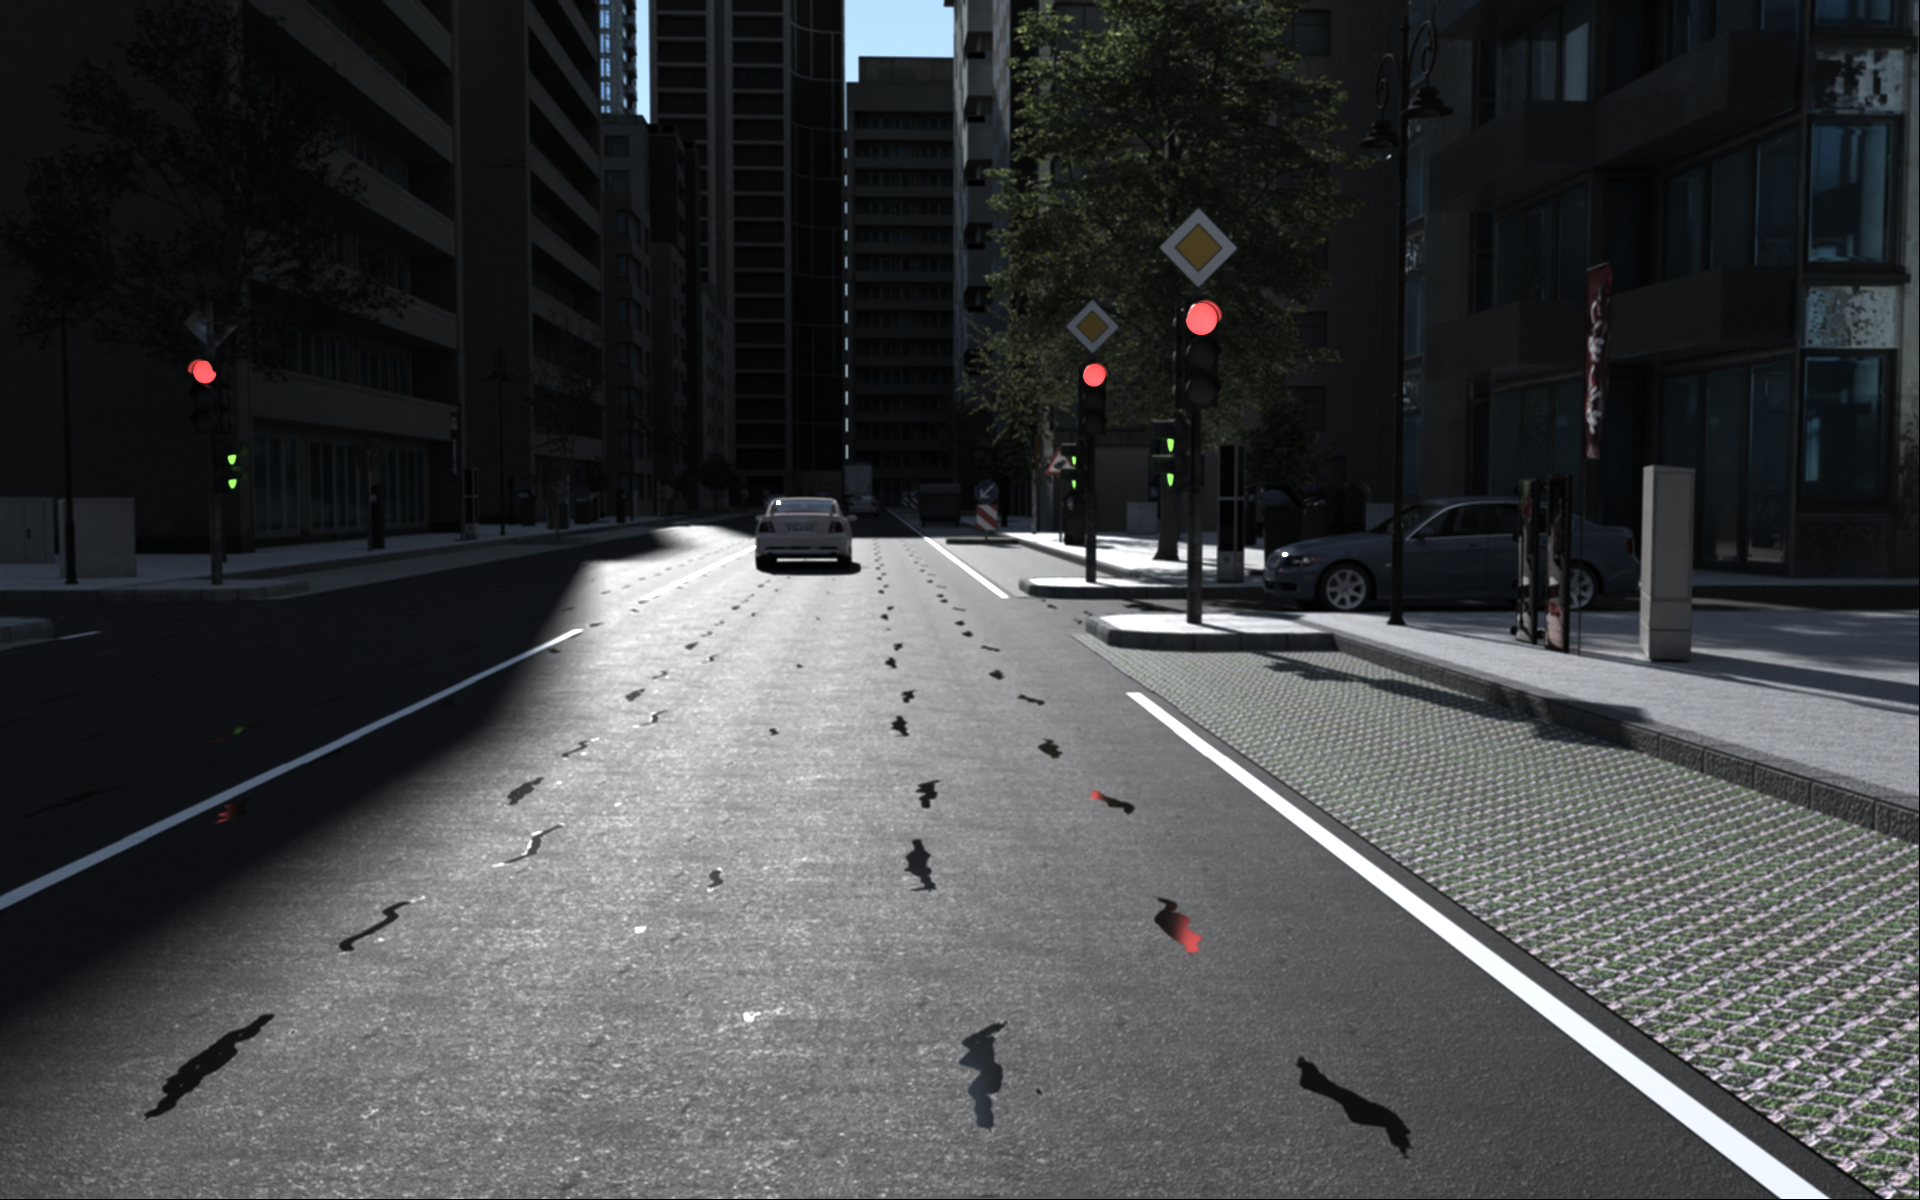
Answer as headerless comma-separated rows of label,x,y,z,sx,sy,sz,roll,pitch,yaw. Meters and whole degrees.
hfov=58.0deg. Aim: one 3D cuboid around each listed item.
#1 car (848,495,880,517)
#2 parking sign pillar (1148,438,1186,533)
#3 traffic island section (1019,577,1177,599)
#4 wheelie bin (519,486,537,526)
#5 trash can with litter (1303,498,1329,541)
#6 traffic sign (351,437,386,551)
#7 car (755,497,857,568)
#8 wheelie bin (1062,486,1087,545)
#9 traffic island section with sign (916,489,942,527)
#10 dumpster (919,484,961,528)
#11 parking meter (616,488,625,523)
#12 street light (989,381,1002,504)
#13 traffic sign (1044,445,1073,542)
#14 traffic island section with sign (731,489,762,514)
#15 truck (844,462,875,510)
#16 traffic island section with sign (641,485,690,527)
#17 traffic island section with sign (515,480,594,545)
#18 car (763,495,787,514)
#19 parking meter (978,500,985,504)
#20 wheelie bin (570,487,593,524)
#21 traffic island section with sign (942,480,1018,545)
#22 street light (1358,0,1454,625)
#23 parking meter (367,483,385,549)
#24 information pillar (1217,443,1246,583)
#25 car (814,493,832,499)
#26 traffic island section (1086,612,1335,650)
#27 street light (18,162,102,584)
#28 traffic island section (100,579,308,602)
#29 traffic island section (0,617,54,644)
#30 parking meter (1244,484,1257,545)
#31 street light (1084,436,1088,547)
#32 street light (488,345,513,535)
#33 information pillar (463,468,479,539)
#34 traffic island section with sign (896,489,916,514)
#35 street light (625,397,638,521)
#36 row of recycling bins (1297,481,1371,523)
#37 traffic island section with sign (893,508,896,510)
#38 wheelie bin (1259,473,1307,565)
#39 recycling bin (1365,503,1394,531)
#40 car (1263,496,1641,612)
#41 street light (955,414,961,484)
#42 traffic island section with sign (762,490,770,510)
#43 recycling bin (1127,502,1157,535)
car,-6.044,-5.899,108.816,2.083,1.381,4.827,0,4,-2
parking sign pillar,6.740,-4.201,57.158,1.447,3.967,1.447,3,4,38
traffic island section,1.927,-0.179,25.210,2.009,0.180,2.903,0,4,-3
wheelie bin,-17.352,-3.769,69.534,0.693,1.594,0.980,-1,4,-12
trash can with litter,7.346,-1.392,33.813,2.233,1.210,1.678,0,4,2
traffic sign,-13.221,-2.363,38.745,0.768,2.556,0.104,0,4,-1
car,-3.111,-1.380,34.919,2.083,1.381,4.827,0,4,-3
wheelie bin,2.922,-2.194,43.781,0.693,1.594,0.980,0,4,3
traffic island section with sign,-0.829,-4.170,76.815,1.989,1.847,2.006,0,4,-3
dumpster,-0.851,-4.012,73.805,1.865,1.857,1.264,0,4,-2
parking meter,-14.986,-4.164,76.499,0.372,1.533,0.369,0,3,0
street light,1.449,-6.008,71.023,0.468,5.910,1.993,0,4,-3
traffic sign,2.665,-2.804,45.845,0.884,2.594,0.081,0,4,1
traffic island section with sign,-15.649,-7.190,126.182,1.989,1.847,2.006,0,4,-3
truck,-9.199,-10.339,157.960,2.839,4.237,11.283,0,4,-3
traffic island section with sign,-13.015,-4.166,76.735,1.989,1.847,2.006,0,4,-3
traffic island section with sign,-11.560,-2.507,49.612,1.989,1.847,2.006,0,4,-3
car,-13.619,-7.125,128.856,2.083,1.381,4.827,0,4,-4
parking meter,0.963,-4.279,75.669,0.399,1.863,0.255,1,4,8
wheelie bin,-16.007,-3.997,73.267,0.980,1.594,0.693,-1,4,-10
traffic island section with sign,0.604,-2.517,49.773,1.989,1.847,2.006,0,4,-3
street light,4.291,-2.696,16.861,0.468,5.910,1.993,0,4,-3
parking meter,-13.668,-1.964,40.515,0.372,1.533,0.369,0,3,0
information pillar,3.917,-1.256,25.030,0.304,2.012,0.304,2,4,33
car,-12.824,-9.220,160.333,1.945,1.707,3.694,0,4,-1
traffic island section,2.353,0.309,17.236,2.009,0.180,2.903,0,4,-3
street light,-12.680,-3.166,24.546,0.468,5.910,1.993,0,4,-3
traffic island section,-10.547,-0.139,24.550,2.009,0.180,2.903,0,4,-3
traffic island section,-10.121,0.349,16.576,2.009,0.180,2.903,0,4,-3
parking meter,7.238,-2.140,43.400,0.372,1.533,0.369,0,3,0
street light,3.110,-4.225,41.871,0.468,5.910,1.993,0,4,-3
street light,-14.223,-4.949,53.709,0.468,5.910,1.993,0,4,-3
information pillar,-13.836,-2.722,49.001,0.304,2.012,0.304,0,4,7
traffic island section with sign,-3.498,-7.230,126.839,1.989,1.847,2.006,0,4,-3
street light,-15.671,-6.714,82.567,0.468,5.910,1.993,0,4,-3
row of recycling bins,11.786,-2.963,55.564,1.069,1.692,3.534,-2,4,-32
traffic island section with sign,-4.955,-8.885,153.898,1.989,1.847,2.006,0,4,-3
wheelie bin,4.823,-1.099,25.873,0.693,1.594,0.980,1,4,13
recycling bin,11.835,-2.193,48.411,0.722,1.027,0.722,-2,4,-34
car,6.010,-0.573,21.377,4.499,1.417,2.014,0,4,-3
street light,-0.103,-7.774,99.890,0.468,5.910,1.993,0,4,-3
traffic island section with sign,-17.100,-8.841,153.171,1.989,1.847,2.006,0,4,-3
recycling bin,5.768,-2.588,54.865,0.722,1.027,0.722,3,5,44
